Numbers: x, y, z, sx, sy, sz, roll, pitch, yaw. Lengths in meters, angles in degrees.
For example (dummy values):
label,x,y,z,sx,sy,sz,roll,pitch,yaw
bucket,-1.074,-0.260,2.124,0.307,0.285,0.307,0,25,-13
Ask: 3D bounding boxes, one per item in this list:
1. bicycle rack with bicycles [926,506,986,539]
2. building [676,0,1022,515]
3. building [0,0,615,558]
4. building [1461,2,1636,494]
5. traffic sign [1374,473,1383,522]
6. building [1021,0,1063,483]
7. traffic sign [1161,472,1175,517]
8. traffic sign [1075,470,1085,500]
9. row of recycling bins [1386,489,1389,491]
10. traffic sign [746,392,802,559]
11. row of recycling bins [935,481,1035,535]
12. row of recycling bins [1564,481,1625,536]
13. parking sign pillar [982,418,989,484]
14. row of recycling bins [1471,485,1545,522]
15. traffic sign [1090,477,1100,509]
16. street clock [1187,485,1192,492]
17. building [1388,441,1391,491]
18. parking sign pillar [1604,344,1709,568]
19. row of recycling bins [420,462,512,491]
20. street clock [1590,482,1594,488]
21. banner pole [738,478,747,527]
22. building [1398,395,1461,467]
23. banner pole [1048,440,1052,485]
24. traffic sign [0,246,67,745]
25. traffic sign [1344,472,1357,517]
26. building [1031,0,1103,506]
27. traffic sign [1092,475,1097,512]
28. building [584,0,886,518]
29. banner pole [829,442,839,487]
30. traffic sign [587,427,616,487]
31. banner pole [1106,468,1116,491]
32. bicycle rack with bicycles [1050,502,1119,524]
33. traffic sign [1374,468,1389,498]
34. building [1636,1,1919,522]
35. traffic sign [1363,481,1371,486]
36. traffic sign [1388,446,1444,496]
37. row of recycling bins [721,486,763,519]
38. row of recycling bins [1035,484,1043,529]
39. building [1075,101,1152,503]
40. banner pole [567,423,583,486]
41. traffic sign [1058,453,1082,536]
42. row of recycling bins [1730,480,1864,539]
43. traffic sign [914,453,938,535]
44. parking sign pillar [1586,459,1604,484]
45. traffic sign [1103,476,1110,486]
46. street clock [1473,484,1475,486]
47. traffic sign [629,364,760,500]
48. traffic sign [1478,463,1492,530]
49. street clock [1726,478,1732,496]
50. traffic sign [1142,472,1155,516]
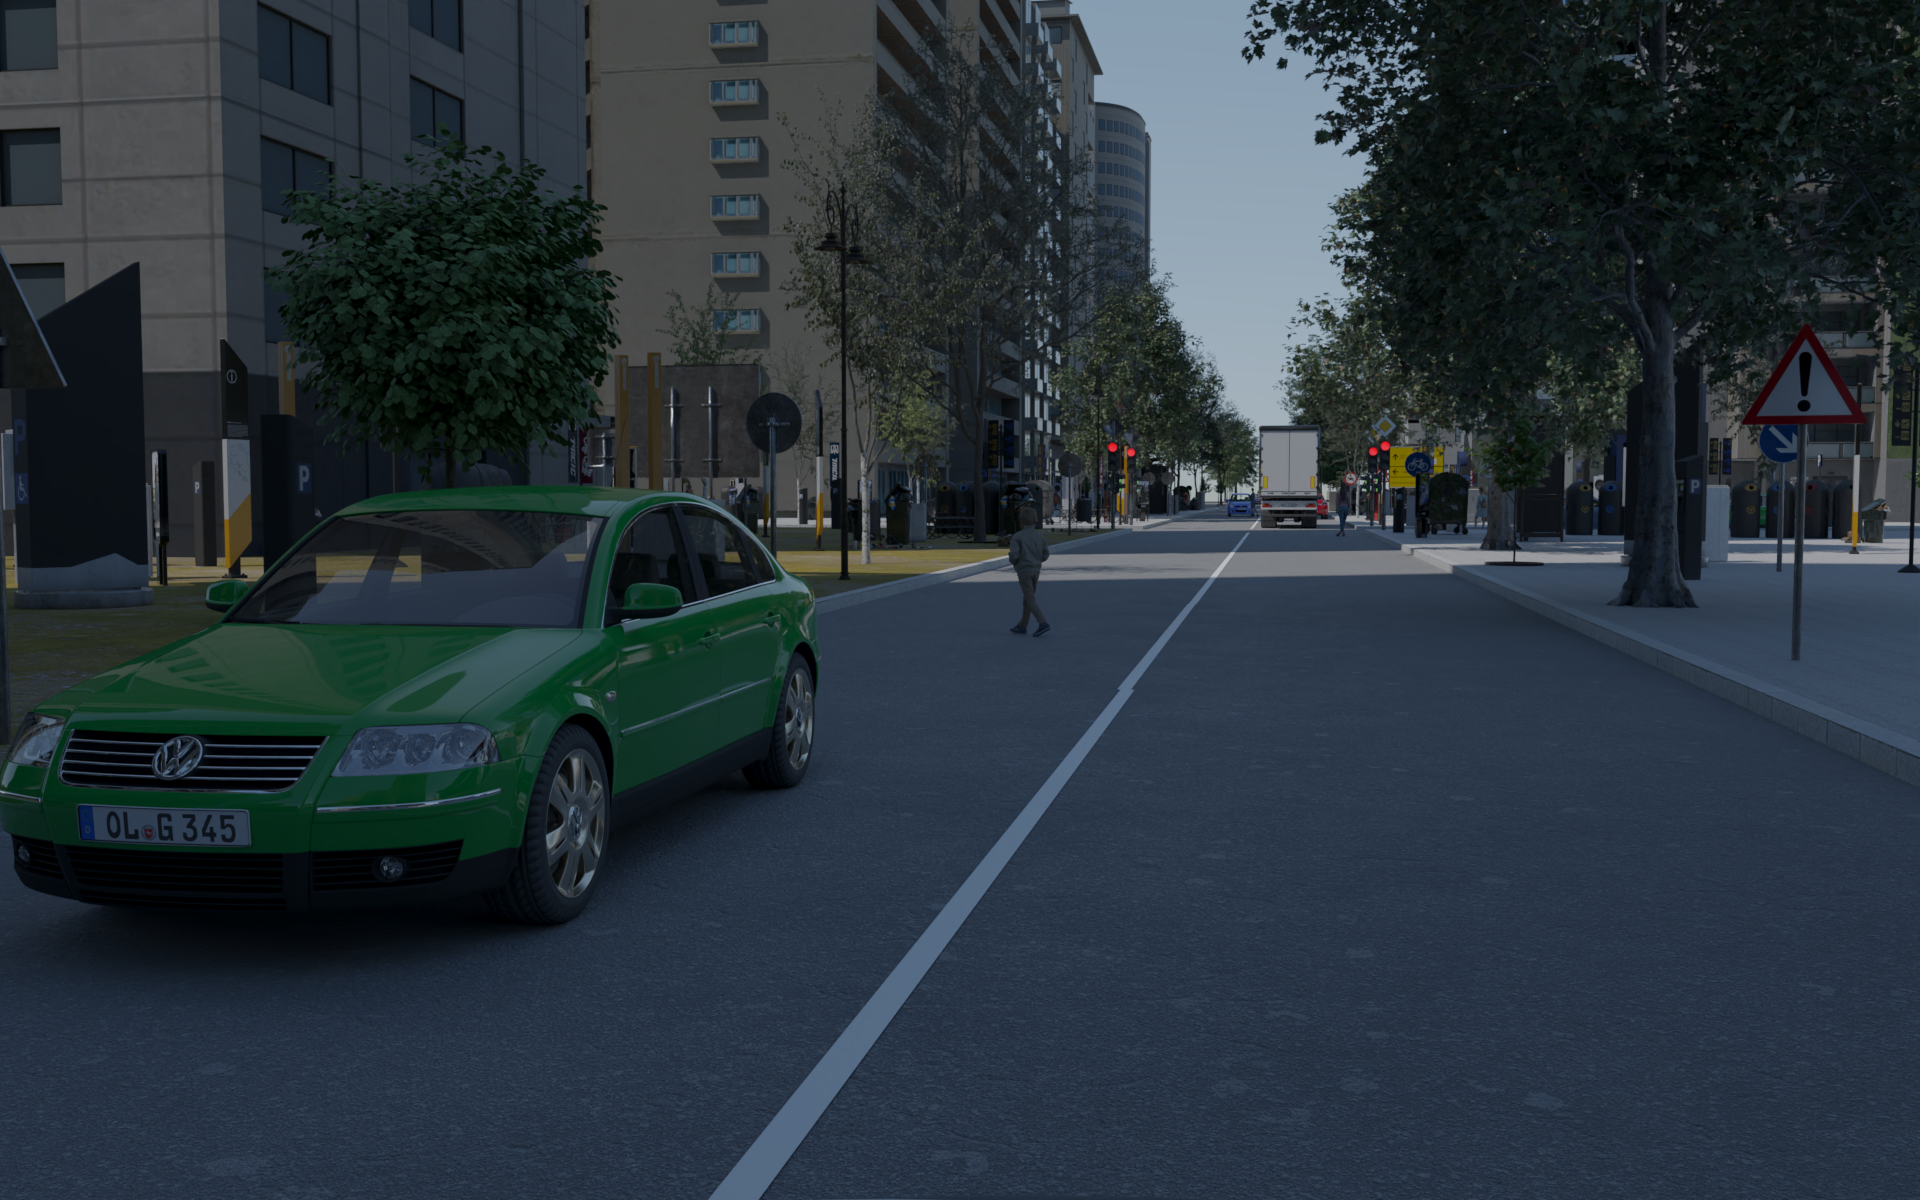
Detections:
label,x,y,z,sx,sy,sz,roll,pitch,yaw
bicycle rack with bicycles,-0.573,-2.221,49.699,2.925,0.926,2.852,-1,4,-15
building,-7.392,-31.051,131.385,21.300,48.544,21.600,1,4,10
building,-22.798,-37.083,44.553,20.611,71.187,20.563,1,4,10
building,59.869,-51.779,159.259,22.319,86.520,31.000,1,4,10
traffic sign,19.495,-4.862,80.675,0.795,2.450,0.064,1,4,16
building,-2.518,-33.305,164.153,23.786,49.044,30.456,1,4,10
traffic sign,11.784,-6.005,98.283,0.768,2.556,0.104,1,4,13
traffic sign,5.654,-5.113,83.706,0.768,2.556,0.104,1,4,12
row of recycling bins,29.196,-6.886,119.694,1.069,1.692,3.534,1,4,15
traffic sign,-2.341,-1.321,21.704,0.768,2.556,0.104,1,4,19
row of recycling bins,0.619,-2.960,55.501,3.534,1.692,1.069,3,5,41
row of recycling bins,20.616,-2.847,53.667,3.534,1.692,1.069,2,4,26
parking sign pillar,0.783,-4.446,61.163,1.447,3.967,1.447,0,4,-1
row of recycling bins,24.988,-4.467,80.147,3.534,1.692,1.069,0,4,0
traffic sign,8.117,-6.228,103.952,0.606,2.300,0.079,1,4,18
street clock,19.039,-8.527,143.979,0.471,2.002,0.358,3,4,37
building,82.287,-40.406,284.333,21.300,48.544,21.600,1,4,10
parking sign pillar,12.474,-2.575,30.580,1.447,3.967,1.447,-3,5,-43
row of recycling bins,-6.496,-0.976,23.068,1.069,1.692,3.534,-1,4,-9
street clock,36.697,-5.893,100.924,0.471,2.002,0.358,-2,4,-30
banner pole,-6.103,-3.587,48.664,0.401,3.779,0.863,-2,4,-25
building,80.467,-41.002,259.627,28.713,52.752,27.495,1,4,10
banner pole,4.178,-5.532,80.472,0.401,3.779,0.863,-1,4,-9
traffic sign,-4.899,-0.538,8.803,0.884,2.594,0.081,1,4,19
traffic sign,22.262,-6.032,98.724,0.768,2.556,0.104,1,4,15
building,0.362,-36.922,192.916,28.713,52.752,27.495,1,4,10
traffic sign,8.344,-6.463,105.779,0.768,2.556,0.104,1,4,18
building,-13.100,-29.278,102.392,21.300,48.544,21.600,1,4,10
banner pole,-5.178,-5.109,73.545,0.863,3.779,0.401,2,4,24
traffic sign,-5.394,-1.481,26.345,0.606,2.300,0.079,1,4,15
banner pole,12.348,-9.443,144.408,0.401,3.779,0.863,3,5,42
bicycle rack with bicycles,5.297,-3.789,75.327,2.925,0.926,2.852,1,4,18
traffic sign,19.055,-4.804,78.550,0.884,2.594,0.081,1,4,13
building,41.524,-24.520,84.491,14.086,41.232,14.154,1,4,10
traffic sign,27.270,-7.075,115.674,0.884,2.594,0.081,1,4,12
traffic sign,19.314,-4.861,73.346,2.265,3.308,0.079,1,4,17
row of recycling bins,-10.948,-4.902,87.257,1.069,1.692,3.534,2,4,25
row of recycling bins,1.275,-3.452,63.549,3.534,1.692,1.069,0,4,-8
building,16.870,-43.856,259.042,21.231,58.520,28.212,1,4,10
banner pole,-10.417,-3.488,47.050,0.401,3.779,0.863,1,4,22
traffic sign,3.385,-3.263,53.456,0.768,2.556,0.104,1,4,13
row of recycling bins,24.288,-2.643,50.333,3.534,1.692,1.069,2,4,34
traffic sign,-1.058,-3.270,53.570,0.768,2.556,0.104,1,4,12
parking sign pillar,21.862,-4.203,57.186,1.447,3.967,1.447,-2,4,-29
traffic sign,9.322,-6.772,111.912,0.795,2.450,0.064,1,4,11
street clock,35.845,-7.143,121.361,0.358,2.002,0.471,-3,5,-43
traffic sign,-4.224,-2.046,27.320,2.265,3.308,0.079,1,4,15
traffic sign,17.810,-3.559,58.303,0.768,2.556,0.104,1,4,16
street clock,35.023,-4.551,78.984,0.358,2.002,0.471,2,4,24
traffic sign,10.931,-6.138,100.458,0.768,2.556,0.104,1,4,20
